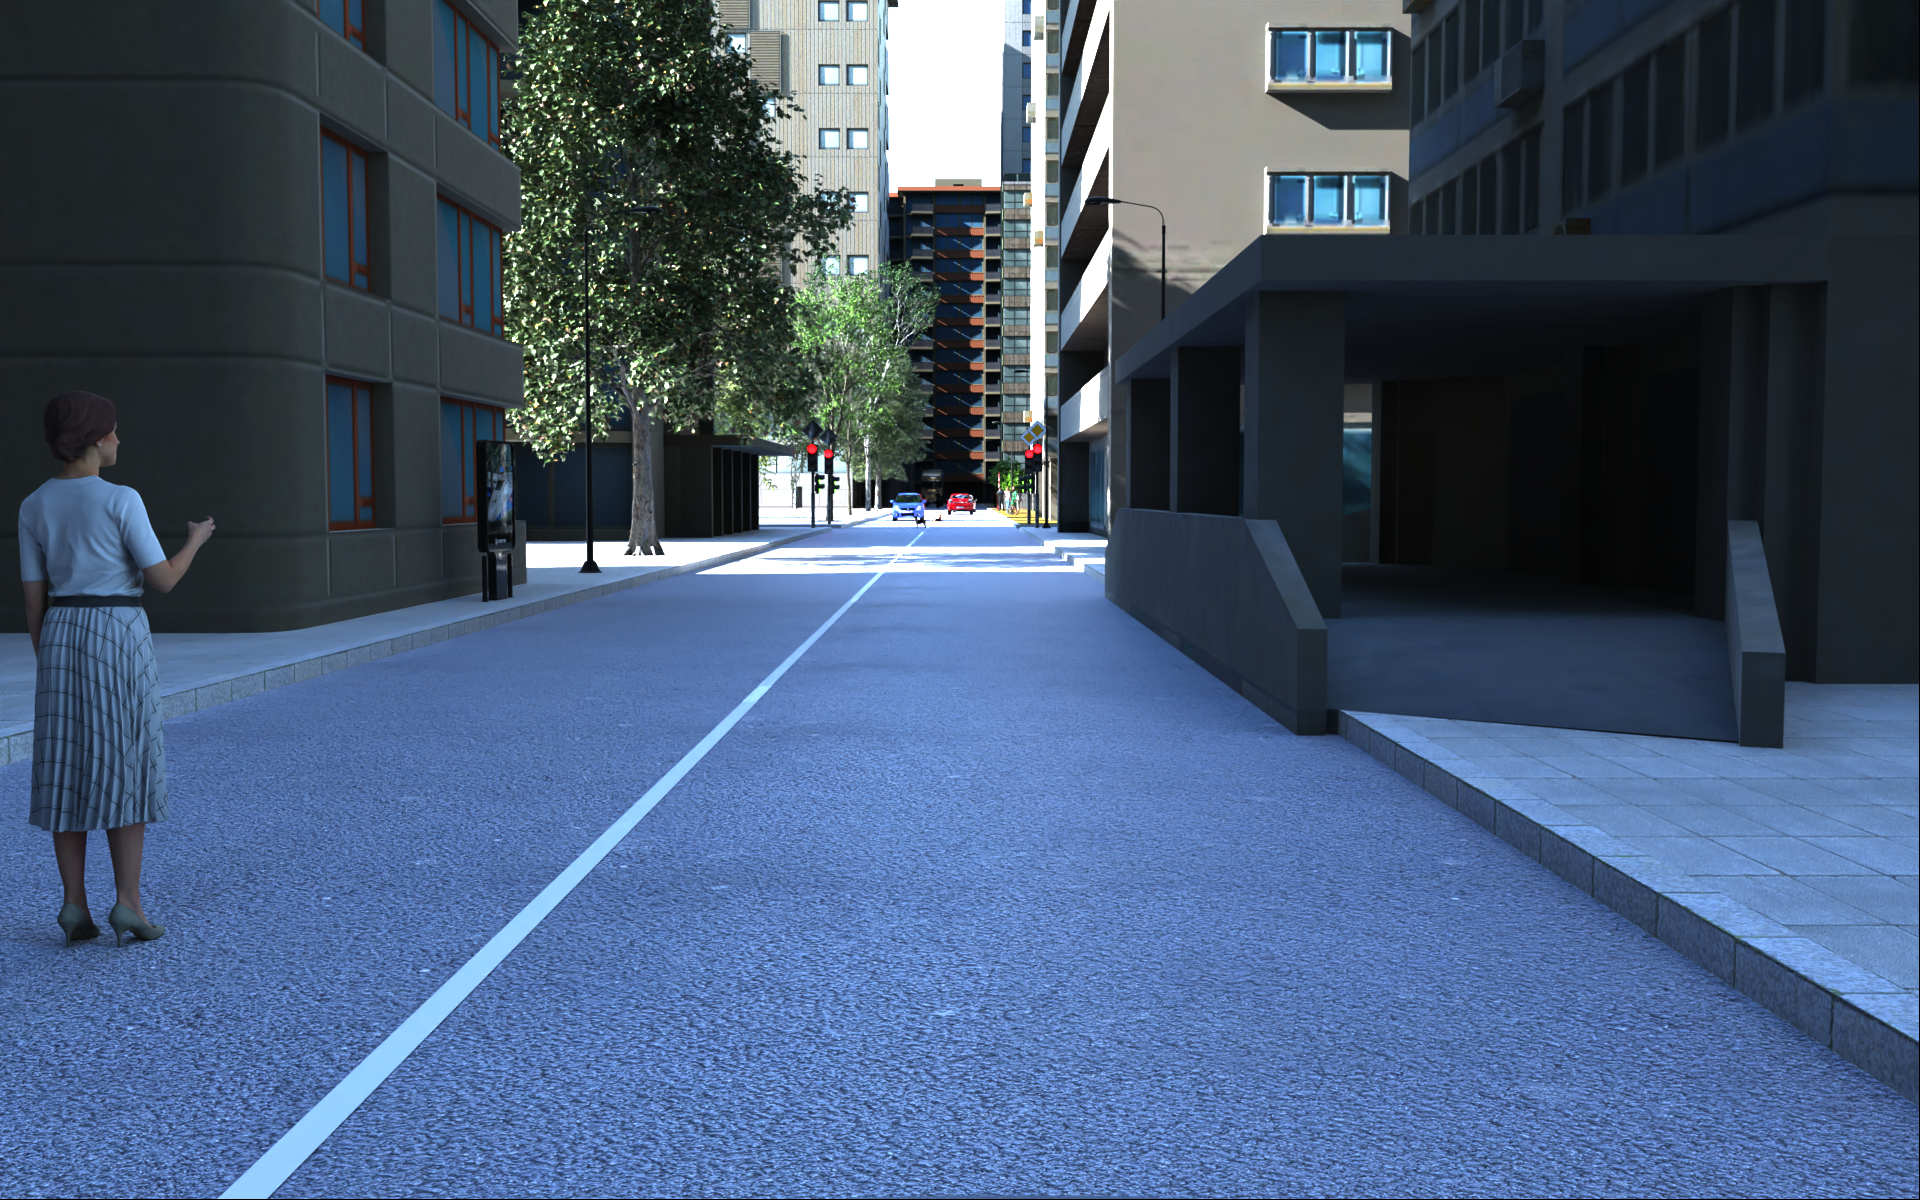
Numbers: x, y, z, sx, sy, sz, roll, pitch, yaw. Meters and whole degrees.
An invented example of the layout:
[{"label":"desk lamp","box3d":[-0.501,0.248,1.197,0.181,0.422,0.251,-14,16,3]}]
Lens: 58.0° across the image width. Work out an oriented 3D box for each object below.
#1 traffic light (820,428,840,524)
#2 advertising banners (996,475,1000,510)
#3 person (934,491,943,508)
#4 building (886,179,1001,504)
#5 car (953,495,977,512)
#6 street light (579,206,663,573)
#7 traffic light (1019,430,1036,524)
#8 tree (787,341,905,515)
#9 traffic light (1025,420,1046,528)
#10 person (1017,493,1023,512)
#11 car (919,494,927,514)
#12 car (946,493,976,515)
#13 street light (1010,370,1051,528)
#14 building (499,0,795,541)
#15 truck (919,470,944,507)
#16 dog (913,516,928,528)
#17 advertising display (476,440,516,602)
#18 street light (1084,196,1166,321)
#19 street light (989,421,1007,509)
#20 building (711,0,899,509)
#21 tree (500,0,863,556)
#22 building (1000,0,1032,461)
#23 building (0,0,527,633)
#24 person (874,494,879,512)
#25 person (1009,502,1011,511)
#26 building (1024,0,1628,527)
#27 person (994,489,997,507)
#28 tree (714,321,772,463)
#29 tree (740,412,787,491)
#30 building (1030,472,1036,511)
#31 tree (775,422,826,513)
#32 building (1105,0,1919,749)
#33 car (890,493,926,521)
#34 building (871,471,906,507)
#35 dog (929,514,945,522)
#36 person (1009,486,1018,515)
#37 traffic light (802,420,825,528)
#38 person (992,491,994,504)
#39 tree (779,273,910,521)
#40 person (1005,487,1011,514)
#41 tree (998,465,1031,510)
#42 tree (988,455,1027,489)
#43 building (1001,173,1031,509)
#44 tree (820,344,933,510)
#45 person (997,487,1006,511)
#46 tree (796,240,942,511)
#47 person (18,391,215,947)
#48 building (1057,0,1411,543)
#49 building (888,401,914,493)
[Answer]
[{"label":"traffic light","box3d":[-5.545,-5.178,73.583,0.839,4.253,0.868,0,3,0]},{"label":"advertising banners","box3d":[2.982,-8.533,135.702,0.090,3.025,2.074,0,4,-3]},{"label":"person","box3d":[-2.285,-10.494,180.212,0.705,1.807,1.348,3,5,44]},{"label":"building","box3d":[-0.898,-35.996,243.160,28.867,44.769,22.147,0,3,0]},{"label":"car","box3d":[0.324,-7.645,137.364,2.083,1.381,4.827,0,3,0]},{"label":"street light","box3d":[-5.497,-3.398,28.095,1.470,5.913,1.316,0,3,0]},{"label":"traffic light","box3d":[2.916,-5.178,73.587,0.839,4.253,0.868,0,3,0]},{"label":"tree","box3d":[-6.936,-10.357,103.741,7.601,10.594,8.767,-2,4,-25]},{"label":"traffic light","box3d":[2.906,-4.690,65.602,0.839,4.253,0.868,0,3,0]},{"label":"person","box3d":[4.224,-7.313,125.881,0.678,1.792,0.850,-1,4,-15]},{"label":"car","box3d":[-3.334,-6.730,119.081,2.155,1.783,4.494,0,4,0]},{"label":"car","box3d":[0.041,-6.926,122.278,2.155,1.783,4.494,0,4,1]},{"label":"street light","box3d":[2.702,-5.639,64.736,1.470,5.913,1.316,0,3,0]},{"label":"building","box3d":[-20.624,-24.362,52.937,28.867,44.769,22.147,0,3,0]},{"label":"truck","box3d":[-3.171,-12.945,200.560,2.839,4.237,11.283,0,4,1]},{"label":"dog","box3d":[-1.670,-3.325,73.650,0.540,0.507,0.406,-3,5,-41]},{"label":"advertising display","box3d":[-5.617,-0.966,21.000,0.123,1.923,0.974,0,4,5]},{"label":"street light","box3d":[2.641,-3.343,27.203,1.470,5.913,1.316,0,3,0]},{"label":"street light","box3d":[2.783,-8.463,110.914,1.470,5.913,1.316,0,3,0]},{"label":"building","box3d":[-20.472,-35.057,162.422,28.713,52.752,27.495,0,3,0]},{"label":"tree","box3d":[-6.699,-7.286,36.132,9.611,12.733,9.660,0,3,0]},{"label":"building","box3d":[14.693,-38.987,179.435,21.231,58.520,28.212,0,3,0]},{"label":"building","box3d":[-20.072,-10.080,9.841,27.650,21.520,28.899,0,3,0]},{"label":"person","box3d":[-6.021,-6.994,124.669,0.394,1.301,0.425,-1,4,-14]},{"label":"person","box3d":[3.827,-7.527,129.537,0.534,1.772,0.576,0,4,4]},{"label":"building","box3d":[15.553,-24.217,87.832,23.993,40.220,32.217,0,3,0]},{"label":"person","box3d":[3.528,-10.171,172.471,0.705,1.807,1.348,-1,4,-11]},{"label":"tree","box3d":[-13.225,-10.599,91.419,7.486,12.596,7.792,0,3,0]},{"label":"tree","box3d":[-16.351,-11.627,140.461,4.737,8.622,4.395,0,3,0]},{"label":"building","box3d":[15.760,-42.278,129.493,20.563,71.187,20.611,0,3,0]},{"label":"tree","box3d":[-10.902,-10.158,116.441,4.360,8.622,3.978,0,3,0]},{"label":"building","box3d":[18.115,-19.820,15.942,32.217,40.220,23.993,0,3,0]},{"label":"car","box3d":[-2.767,-5.107,93.097,1.945,1.707,3.694,0,4,-1]},{"label":"building","box3d":[-16.205,-45.732,185.970,20.563,71.187,20.611,0,3,0]},{"label":"dog","box3d":[-1.207,-4.254,89.744,0.748,0.427,0.550,2,4,23]},{"label":"person","box3d":[3.344,-6.092,105.899,0.529,1.795,0.600,-2,4,-32]},{"label":"traffic light","box3d":[-5.556,-4.690,65.598,0.839,4.253,0.868,0,3,0]},{"label":"person","box3d":[4.491,-13.609,230.937,0.705,1.831,1.348,-2,4,-25]},{"label":"tree","box3d":[-6.015,-9.508,81.213,9.928,11.665,9.643,0,3,0]},{"label":"person","box3d":[3.149,-6.540,113.568,0.593,1.750,0.643,3,5,43]},{"label":"tree","box3d":[3.852,-7.373,115.147,1.663,3.219,1.824,0,3,0]},{"label":"tree","box3d":[4.062,-9.874,145.148,4.285,4.588,4.351,0,3,0]},{"label":"building","box3d":[10.744,-23.650,158.373,14.160,30.474,14.107,0,3,0]},{"label":"tree","box3d":[-6.811,-14.492,143.604,9.857,13.997,8.962,0,3,0]},{"label":"person","box3d":[3.174,-7.707,131.860,0.655,1.846,0.447,-1,4,-18]},{"label":"tree","box3d":[-8.084,-16.754,129.813,12.611,20.169,13.585,0,3,0]},{"label":"person","box3d":[-2.714,0.214,5.579,0.480,1.755,0.524,0,4,4]},{"label":"building","box3d":[13.917,-25.855,46.433,21.300,48.544,21.600,0,3,0]},{"label":"building","box3d":[-21.476,-55.019,212.234,31.000,86.520,22.319,0,3,0]}]
